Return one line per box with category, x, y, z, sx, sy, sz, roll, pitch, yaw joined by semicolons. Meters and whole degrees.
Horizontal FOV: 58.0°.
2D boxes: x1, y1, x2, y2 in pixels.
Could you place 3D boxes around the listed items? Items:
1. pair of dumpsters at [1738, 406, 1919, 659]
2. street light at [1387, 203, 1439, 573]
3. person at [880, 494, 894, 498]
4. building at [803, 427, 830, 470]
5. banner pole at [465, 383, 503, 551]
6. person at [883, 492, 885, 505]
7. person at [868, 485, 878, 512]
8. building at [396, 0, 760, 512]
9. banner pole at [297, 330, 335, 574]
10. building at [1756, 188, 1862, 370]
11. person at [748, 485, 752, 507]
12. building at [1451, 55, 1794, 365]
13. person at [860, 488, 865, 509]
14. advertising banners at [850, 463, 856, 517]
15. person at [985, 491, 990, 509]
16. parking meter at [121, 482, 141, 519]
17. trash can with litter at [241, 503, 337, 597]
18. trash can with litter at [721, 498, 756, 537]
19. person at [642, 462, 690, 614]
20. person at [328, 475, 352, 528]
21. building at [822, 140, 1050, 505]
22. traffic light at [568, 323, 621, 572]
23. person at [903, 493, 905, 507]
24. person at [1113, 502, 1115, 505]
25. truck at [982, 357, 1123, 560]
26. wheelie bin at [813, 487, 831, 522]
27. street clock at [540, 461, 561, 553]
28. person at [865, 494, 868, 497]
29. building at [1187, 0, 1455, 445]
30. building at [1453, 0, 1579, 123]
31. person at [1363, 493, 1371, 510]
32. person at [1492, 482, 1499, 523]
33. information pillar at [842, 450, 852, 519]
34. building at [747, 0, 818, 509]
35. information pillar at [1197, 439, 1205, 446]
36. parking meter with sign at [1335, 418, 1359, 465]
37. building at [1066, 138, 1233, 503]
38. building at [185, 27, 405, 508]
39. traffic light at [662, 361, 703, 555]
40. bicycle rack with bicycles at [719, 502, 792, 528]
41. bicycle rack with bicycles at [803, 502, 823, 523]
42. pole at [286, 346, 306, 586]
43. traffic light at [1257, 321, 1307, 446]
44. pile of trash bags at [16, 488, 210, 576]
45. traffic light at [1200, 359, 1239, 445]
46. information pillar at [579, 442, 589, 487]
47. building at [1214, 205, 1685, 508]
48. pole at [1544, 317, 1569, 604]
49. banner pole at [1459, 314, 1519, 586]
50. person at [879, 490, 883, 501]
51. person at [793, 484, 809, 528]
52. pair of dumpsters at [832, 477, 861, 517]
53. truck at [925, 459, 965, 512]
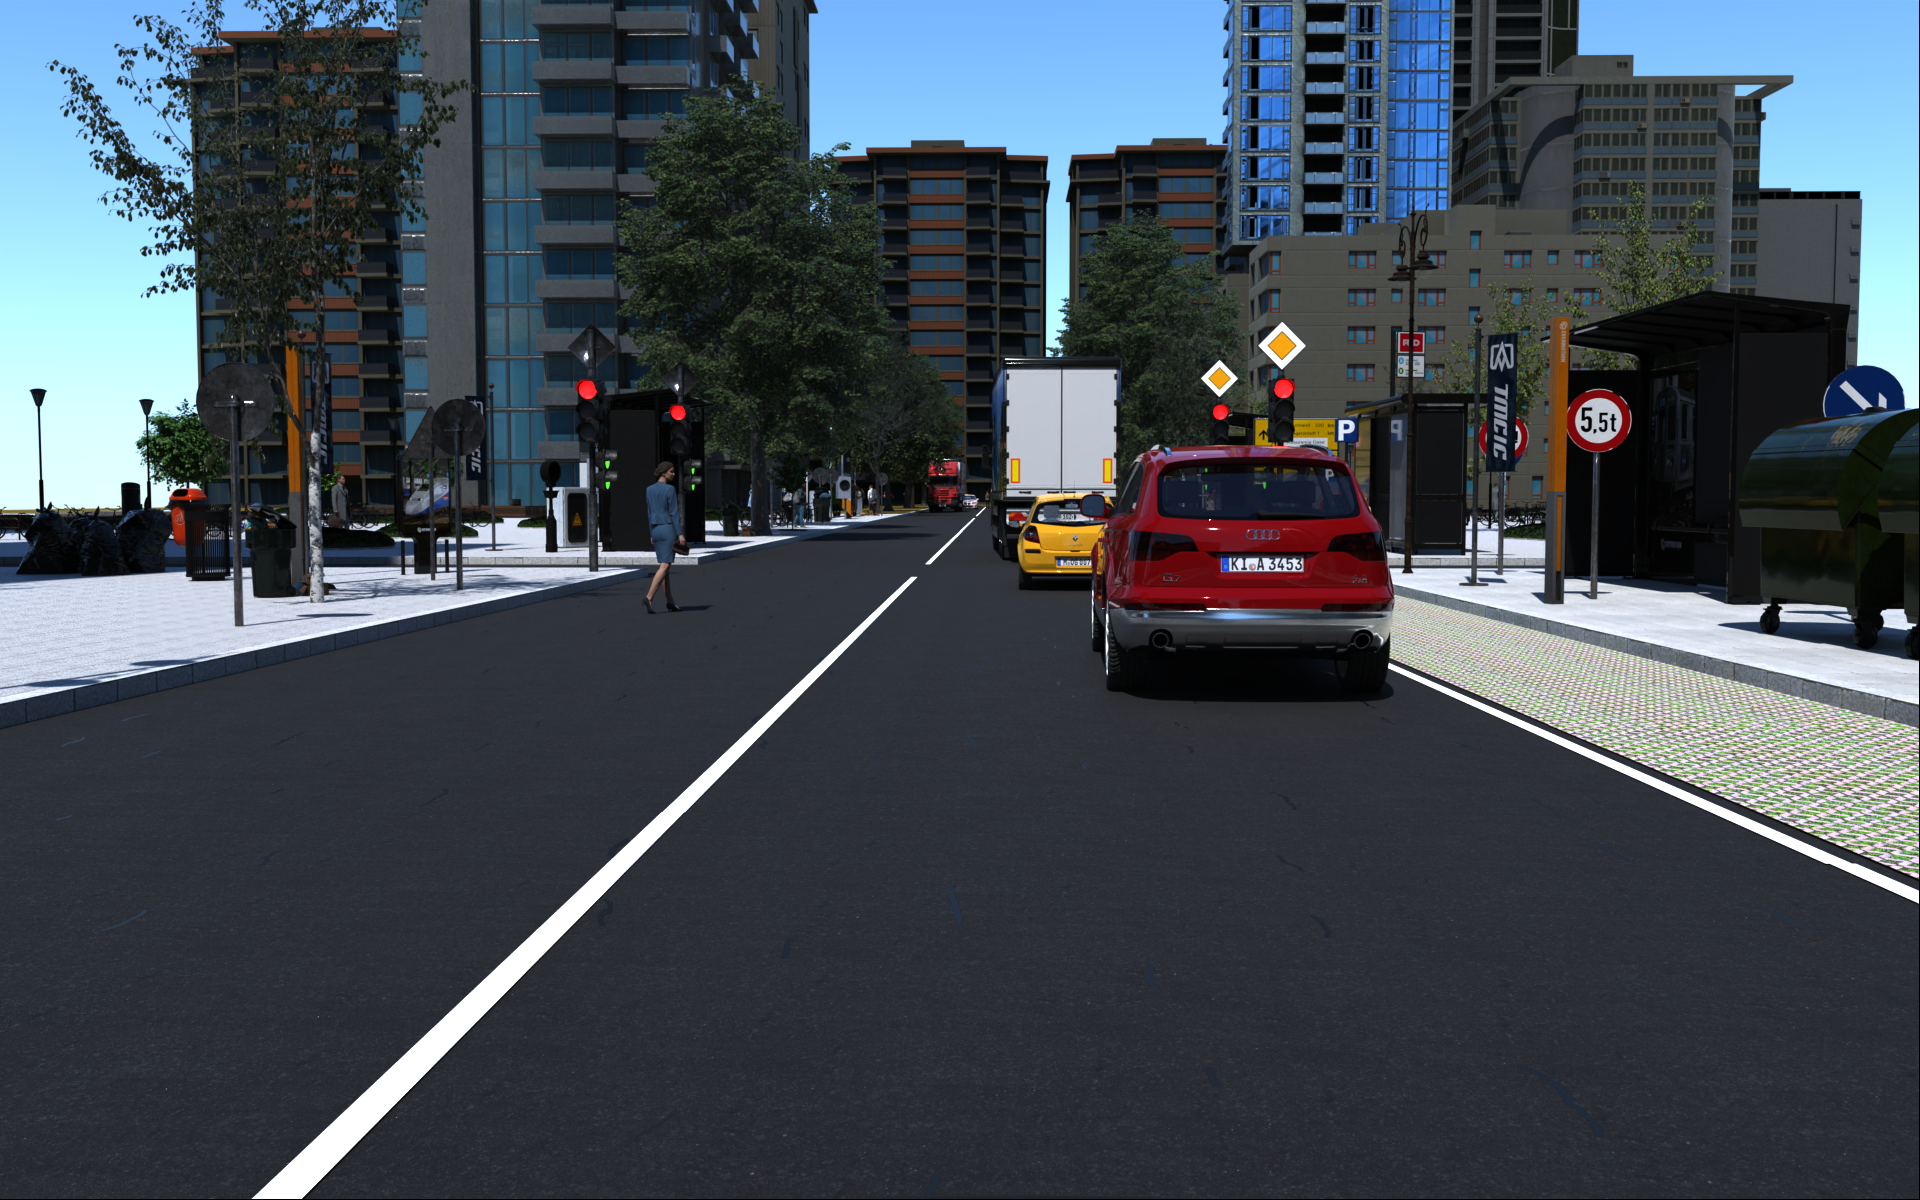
pair of dumpsters;7.930;-0.693;13.818;1.574;2.255;4.437;0;4;1
street light;7.256;-3.370;27.896;0.468;5.910;1.993;0;4;1
person;-6.861;-9.621;163.277;1.348;1.831;0.705;1;4;17
building;-32.237;-22.924;219.844;28.899;21.520;27.650;0;4;1
banner pole;-10.736;-2.994;38.970;0.863;3.779;0.401;-3;4;-39
person;-7.134;-9.825;167.617;0.436;1.711;0.756;-1;4;-19
person;-5.328;-6.093;105.757;0.679;1.850;0.850;-2;4;-31
building;-26.825;-31.015;126.706;23.786;49.044;30.456;0;4;1
banner pole;-9.976;-2.249;26.792;0.401;3.779;0.863;1;4;22
building;76.494;-24.205;167.447;14.107;30.474;14.160;0;4;1
person;-10.616;-5.075;89.107;0.778;1.811;0.616;2;4;32
building;57.263;-28.589;159.313;23.993;40.220;32.217;0;4;1
person;-8.472;-8.805;150.093;0.705;1.812;1.348;0;4;3
advertising banners;-6.042;-6.114;96.159;0.090;3.025;2.074;1;4;14
person;2.555;-9.653;166.864;0.617;1.759;0.750;-2;4;-31
parking meter;-17.904;-1.775;37.428;0.372;1.533;0.369;0;3;0
trash can with litter;-8.453;-0.635;21.762;0.624;1.170;1.055;3;5;40
trash can with litter;-6.694;-2.508;52.391;1.055;1.170;0.624;0;4;8
person;-3.605;-0.756;20.881;0.654;1.822;0.581;-3;4;-38
person;-17.103;-2.554;47.899;0.767;1.812;0.694;1;4;12
building;-3.389;-34.411;217.249;28.867;44.769;22.147;0;4;1
traffic light;-6.043;-2.423;28.541;0.839;4.253;0.868;0;4;1
person;-5.512;-10.363;175.344;0.709;1.838;0.599;3;4;38
person;11.341;-7.214;127.218;0.599;1.433;0.991;-1;4;-10
truck;2.031;-3.185;40.983;2.839;4.237;11.283;0;4;0
wheelie bin;-6.346;-4.385;79.600;0.980;1.594;0.693;2;4;32
street clock;-8.986;-2.048;38.054;0.358;2.002;0.471;1;4;23
person;-8.341;-9.514;162.117;1.217;1.766;0.721;1;4;18
building;32.690;-51.748;158.746;22.319;86.520;31.000;0;4;1
building;65.056;-47.446;214.001;20.611;71.187;20.563;0;4;1
person;8.421;-1.585;36.207;0.306;1.304;0.590;0;4;2
person;23.910;-4.343;77.155;0.767;1.812;0.694;-3;5;-40
information pillar;-5.898;-6.043;90.150;0.504;3.616;0.183;-2;4;-30
building;-28.382;-35.034;162.042;27.495;52.752;28.713;0;4;1
information pillar;10.083;-4.955;72.364;0.504;3.616;0.183;-3;5;-41
parking meter with sign;8.480;-2.633;39.308;0.543;3.016;1.738;2;4;32
building;26.226;-34.333;215.970;28.867;44.769;22.147;0;4;1
building;-56.496;-31.253;165.609;28.867;44.769;22.147;0;4;1
traffic light;-5.863;-2.912;36.524;0.839;4.253;0.868;0;4;1
bicycle rack with bicycles;-7.879;-3.285;67.090;2.925;0.926;2.852;-1;4;-14
bicycle rack with bicycles;-7.302;-3.880;76.824;2.852;0.926;2.925;-2;4;-24
pole;-9.198;-1.844;23.997;0.158;3.312;0.155;0;3;0
traffic light;5.216;-2.409;28.305;0.839;4.253;0.868;0;4;1
pile of trash bags;-13.475;-1.113;27.954;3.447;1.369;1.912;1;4;23
traffic light;5.396;-2.897;36.288;0.839;4.253;0.868;0;4;1
information pillar;-9.858;-3.336;45.891;0.504;3.616;0.183;2;4;29
building;34.686;-17.443;130.236;27.650;21.520;28.899;0;4;1
pole;6.939;-1.608;20.132;0.158;3.312;0.155;0;3;0
banner pole;7.356;-2.079;24.015;0.401;3.779;0.863;-3;4;-38
person;-8.618;-11.071;187.767;1.217;1.743;0.721;1;4;15
person;-5.969;-3.586;65.025;0.721;1.781;0.623;-1;4;-22
pair of dumpsters;-6.635;-5.948;99.746;1.574;2.255;4.437;0;4;1
truck;-1.102;-9.264;140.380;2.839;4.237;11.283;0;4;3
